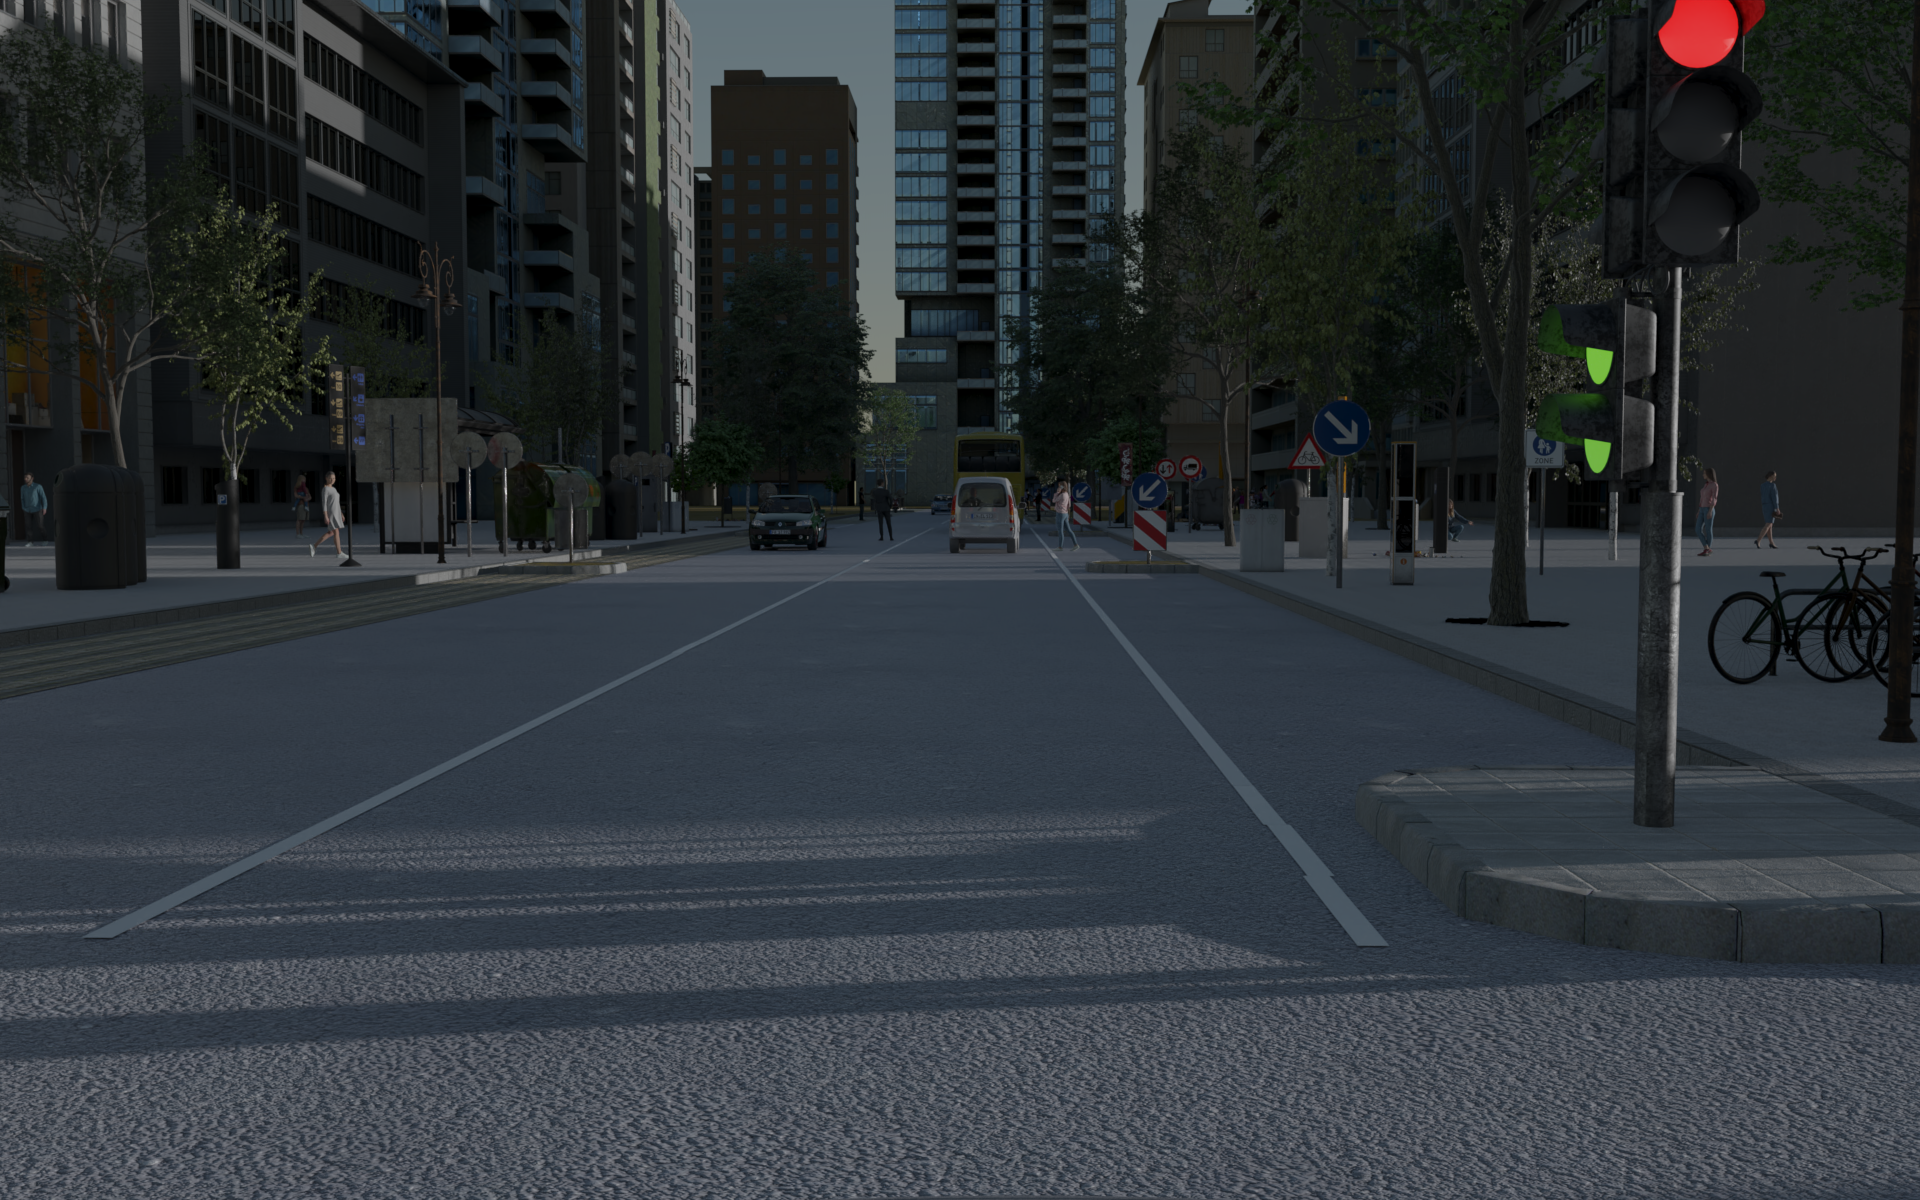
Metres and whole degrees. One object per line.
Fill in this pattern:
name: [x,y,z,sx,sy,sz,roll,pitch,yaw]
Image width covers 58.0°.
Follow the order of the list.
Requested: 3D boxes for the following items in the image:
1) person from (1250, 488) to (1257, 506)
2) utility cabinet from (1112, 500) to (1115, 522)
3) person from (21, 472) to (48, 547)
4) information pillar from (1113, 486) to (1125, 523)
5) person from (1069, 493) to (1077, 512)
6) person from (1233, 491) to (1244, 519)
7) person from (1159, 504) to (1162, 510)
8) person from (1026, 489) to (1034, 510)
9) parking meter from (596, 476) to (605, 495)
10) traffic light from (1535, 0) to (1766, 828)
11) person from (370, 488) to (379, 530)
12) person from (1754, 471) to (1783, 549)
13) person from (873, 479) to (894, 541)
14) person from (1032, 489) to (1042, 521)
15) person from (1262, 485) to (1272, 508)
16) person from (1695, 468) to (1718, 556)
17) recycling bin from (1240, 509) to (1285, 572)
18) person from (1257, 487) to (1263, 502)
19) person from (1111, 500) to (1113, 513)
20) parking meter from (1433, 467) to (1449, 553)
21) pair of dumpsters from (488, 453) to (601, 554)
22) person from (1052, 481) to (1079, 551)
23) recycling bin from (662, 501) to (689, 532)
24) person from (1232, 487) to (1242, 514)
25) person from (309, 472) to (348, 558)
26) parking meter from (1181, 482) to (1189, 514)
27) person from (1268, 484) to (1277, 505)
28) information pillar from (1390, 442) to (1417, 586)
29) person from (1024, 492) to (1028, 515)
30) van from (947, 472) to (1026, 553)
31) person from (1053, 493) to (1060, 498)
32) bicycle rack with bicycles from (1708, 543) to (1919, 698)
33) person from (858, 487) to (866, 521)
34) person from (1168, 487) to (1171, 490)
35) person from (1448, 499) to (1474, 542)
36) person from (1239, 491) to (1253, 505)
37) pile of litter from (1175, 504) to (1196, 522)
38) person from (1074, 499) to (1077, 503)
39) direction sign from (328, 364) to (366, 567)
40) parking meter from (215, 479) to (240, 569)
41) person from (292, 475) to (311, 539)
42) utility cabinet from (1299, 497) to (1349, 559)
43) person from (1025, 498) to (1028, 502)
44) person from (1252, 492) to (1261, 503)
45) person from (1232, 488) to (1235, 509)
person: [20.740,-7.073,122.356,0.551,1.740,0.621,3,5,43]
utility cabinet: [7.368,-4.104,78.266,1.020,1.237,0.306,3,5,45]
person: [-22.711,-2.231,42.537,0.660,1.820,0.620,0,4,-2]
information pillar: [6.965,-5.153,75.614,0.504,3.616,0.183,-1,4,-18]
person: [8.086,-7.093,125.228,0.991,1.433,0.599,3,5,44]
person: [14.304,-4.815,87.997,0.991,1.433,0.599,-2,4,-25]
person: [14.125,-7.125,122.638,0.705,1.812,1.348,-2,4,-27]
person: [5.435,-8.066,140.008,1.348,1.869,0.705,0,4,5]
parking meter: [-11.690,-3.072,55.945,0.399,1.863,0.255,1,4,19]
traffic light: [2.676,-1.082,6.615,0.839,4.253,0.868,0,4,1]
person: [-20.668,-3.240,61.610,0.523,1.515,0.503,1,4,12]
person: [18.905,-2.110,40.567,0.654,1.822,0.581,0,4,4]
person: [-2.365,-2.781,53.336,0.648,1.900,0.474,0,4,-2]
person: [4.035,-4.978,90.714,0.721,1.723,1.217,-1,4,-19]
person: [14.961,-4.745,84.405,0.721,1.735,1.217,0,4,-7]
person: [15.398,-1.817,35.756,0.388,1.821,0.555,-1,4,-14]
recycling bin: [5.026,-0.995,28.821,0.722,1.027,0.722,1,4,9]
person: [19.882,-6.566,114.080,1.217,1.739,0.721,0,4,-5]
person: [10.379,-6.756,117.178,0.551,1.740,0.621,1,4,14]
parking meter: [10.439,-1.950,37.601,0.255,1.863,0.399,0,4,4]
pair of dumpsters: [-9.400,-2.250,39.284,1.574,2.255,4.437,0,4,1]
person: [2.650,-2.100,43.427,0.643,1.750,0.593,1,4,22]
recycling bin: [-9.734,-2.843,59.042,0.722,1.027,0.722,3,5,42]
person: [17.648,-6.362,110.615,0.990,1.755,0.434,-2,4,-25]
person: [-12.626,-1.703,34.642,0.760,1.731,0.466,-2,4,-27]
parking meter: [10.591,-4.612,81.120,0.399,1.863,0.255,-2,4,-35]
person: [16.653,-5.205,91.081,0.705,1.831,1.348,-3,4,-39]
information pillar: [6.233,-1.216,24.379,0.304,2.012,0.304,0,4,6]
person: [4.399,-6.780,119.214,0.709,1.838,0.599,1,4,15]
van: [0.642,-2.231,43.486,2.013,2.044,4.112,0,4,3]
person: [8.086,-8.122,138.473,1.348,1.869,0.705,1,4,20]
bicycle rack with bicycles: [6.448,0.118,11.448,2.925,0.926,2.852,0,4,2]
person: [-5.231,-5.151,92.727,0.705,1.822,1.348,-1,4,-13]
person: [16.119,-7.788,133.465,0.705,1.814,1.350,-1,4,-14]
person: [13.300,-2.140,46.530,1.012,1.151,0.738,-1,4,-16]
person: [15.843,-5.294,95.792,0.799,1.438,0.628,-1,4,-13]
pile of litter: [10.366,-3.955,78.632,1.719,0.858,1.176,2,4,31]
person: [8.608,-7.454,128.471,0.434,1.755,0.990,2,4,35]
direction sign: [-10.805,-2.361,30.600,0.379,3.537,0.876,1,4,23]
parking meter: [-12.559,-1.302,29.700,0.372,1.533,0.369,0,3,0]
person: [-19.032,-2.694,50.072,0.573,1.828,0.580,-2,4,-34]
utility cabinet: [7.309,-1.447,34.820,0.306,1.237,1.020,-3,5,-40]
person: [3.843,-6.399,113.850,1.217,1.735,0.721,0,4,-4]
person: [17.714,-5.766,103.544,0.697,1.427,0.421,-2,4,-31]
person: [23.341,-8.669,147.750,1.348,1.831,0.705,3,5,40]
